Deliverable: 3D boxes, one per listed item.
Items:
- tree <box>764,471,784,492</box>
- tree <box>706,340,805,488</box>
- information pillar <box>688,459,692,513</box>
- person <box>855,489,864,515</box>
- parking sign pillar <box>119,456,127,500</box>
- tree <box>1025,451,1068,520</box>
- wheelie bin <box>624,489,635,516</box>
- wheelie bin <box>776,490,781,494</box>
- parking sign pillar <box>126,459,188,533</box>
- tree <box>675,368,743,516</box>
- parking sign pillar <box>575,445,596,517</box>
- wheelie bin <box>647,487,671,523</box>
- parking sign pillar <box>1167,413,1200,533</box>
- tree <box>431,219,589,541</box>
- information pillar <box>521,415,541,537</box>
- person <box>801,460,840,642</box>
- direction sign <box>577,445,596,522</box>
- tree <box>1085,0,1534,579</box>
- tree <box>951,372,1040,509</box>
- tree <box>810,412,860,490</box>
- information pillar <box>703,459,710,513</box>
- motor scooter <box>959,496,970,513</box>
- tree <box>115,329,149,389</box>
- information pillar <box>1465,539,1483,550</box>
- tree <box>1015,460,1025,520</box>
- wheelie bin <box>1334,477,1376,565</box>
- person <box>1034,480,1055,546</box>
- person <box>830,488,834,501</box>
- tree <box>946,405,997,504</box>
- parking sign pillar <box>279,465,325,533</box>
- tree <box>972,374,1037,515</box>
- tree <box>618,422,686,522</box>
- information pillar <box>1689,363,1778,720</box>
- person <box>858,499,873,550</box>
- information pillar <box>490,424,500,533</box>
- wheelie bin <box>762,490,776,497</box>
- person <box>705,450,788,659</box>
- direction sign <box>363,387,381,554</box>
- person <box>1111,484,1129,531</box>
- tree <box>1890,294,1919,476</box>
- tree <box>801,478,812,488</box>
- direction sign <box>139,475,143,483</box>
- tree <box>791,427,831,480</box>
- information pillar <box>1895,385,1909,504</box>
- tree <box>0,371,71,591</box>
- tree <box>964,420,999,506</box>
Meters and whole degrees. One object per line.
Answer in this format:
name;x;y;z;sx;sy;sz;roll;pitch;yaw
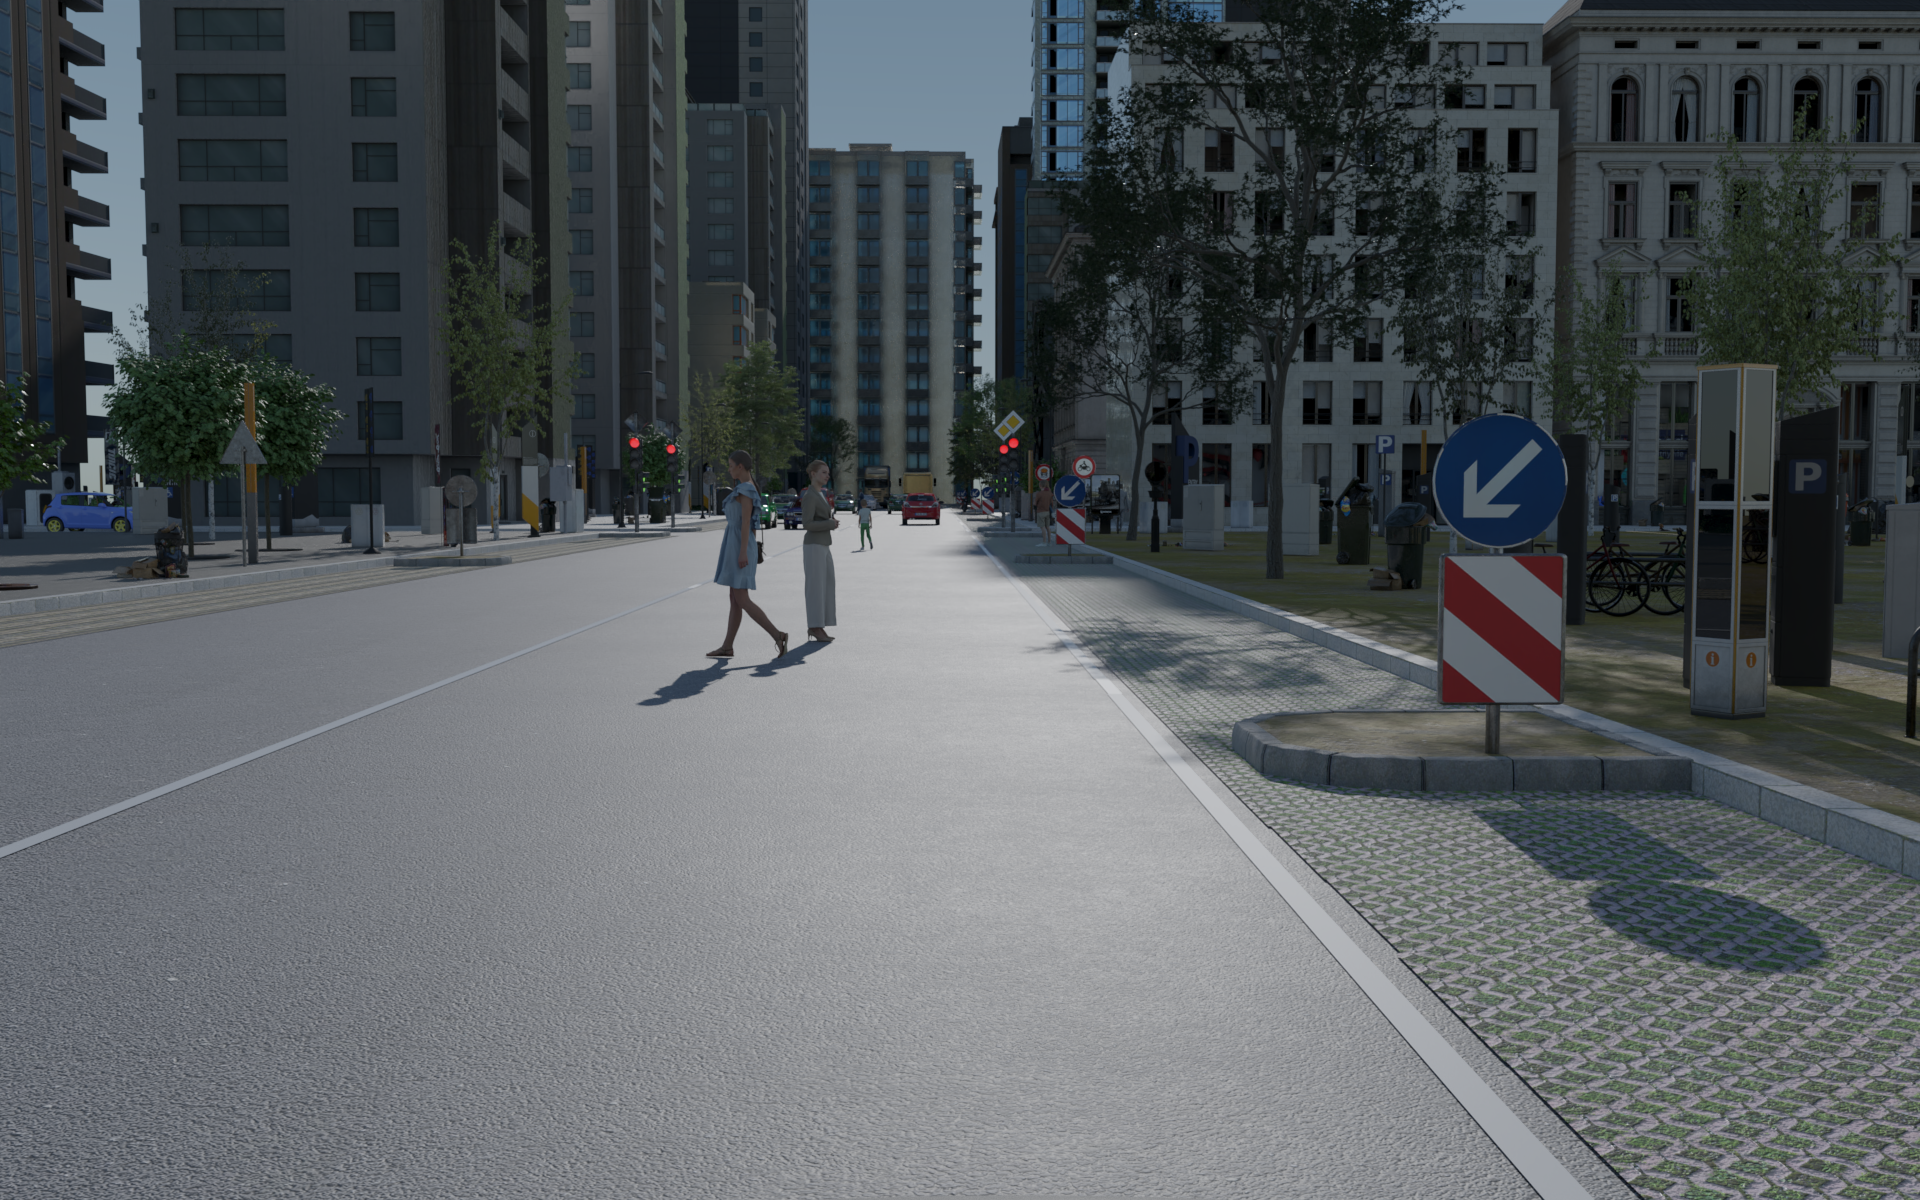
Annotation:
tree;-15.050;-8.892;139.979;1.663;3.219;1.824;0;3;0
tree;-14.997;-12.809;127.547;7.486;12.596;7.792;0;3;0
information pillar;-18.161;-7.649;116.408;0.183;3.616;0.504;0;4;2
person;-6.814;-6.709;118.376;0.419;1.800;0.721;-3;5;-40
parking sign pillar;-53.666;-7.515;111.345;1.447;3.967;1.447;1;4;10
tree;3.968;-5.055;77.256;1.663;3.219;1.824;0;3;0
wheelie bin;-19.521;-5.788;102.549;0.693;1.594;0.980;-1;4;-17
wheelie bin;-14.248;-7.752;134.650;0.980;1.594;0.693;0;4;-5
parking sign pillar;-26.398;-4.215;57.389;1.447;3.967;1.447;2;4;23
tree;-14.435;-9.190;100.613;4.360;8.622;3.978;0;3;0
parking sign pillar;-20.809;-6.544;95.471;1.447;3.967;1.447;1;4;9
wheelie bin;-13.275;-4.167;76.041;0.980;1.594;0.693;1;4;11
parking sign pillar;7.525;-4.242;57.822;1.447;3.967;1.447;2;4;34
tree;-12.595;-5.944;47.542;4.737;8.622;4.395;0;3;0
information pillar;-12.718;-3.664;51.267;0.504;3.616;0.183;-2;4;-33
person;-1.341;-0.474;16.794;0.362;1.759;0.519;1;4;9
direction sign;-17.241;-5.355;79.547;0.379;3.537;0.876;2;4;32
tree;4.513;-5.586;25.743;7.601;10.594;8.767;-3;5;-44
tree;3.127;-13.522;146.837;9.928;11.665;9.643;0;3;0
tree;-16.155;-17.905;218.497;9.928;11.665;9.643;0;3;0
information pillar;-17.100;-7.679;116.904;0.504;3.616;0.183;1;4;8
motor scooter;0.335;-7.312;132.335;0.815;1.314;1.986;0;4;-3
tree;-35.911;-7.817;78.166;4.737;8.622;4.395;0;3;0
information pillar;11.767;-2.146;39.572;0.304;2.012;0.304;-1;4;-16
tree;3.500;-5.491;84.383;1.663;3.219;1.824;0;3;0
wheelie bin;7.222;-1.450;31.624;0.693;1.594;0.980;1;4;19
person;2.304;-2.369;47.213;0.573;1.828;0.580;0;4;1
person;-8.791;-6.667;117.633;0.709;1.813;0.853;2;4;26
tree;1.920;-18.373;218.517;7.486;12.596;7.792;0;3;0
parking sign pillar;-21.948;-4.231;57.656;1.447;3.967;1.447;1;4;15
tree;3.050;-9.576;106.922;4.737;8.622;4.395;0;3;0
tree;-13.976;-5.828;79.004;4.285;4.588;4.351;0;3;0
information pillar;4.439;-0.334;9.953;0.304;2.012;0.304;-2;4;-29
person;-2.422;-1.941;44.484;0.306;1.304;0.590;-2;4;-29
information pillar;-15.330;-4.020;57.076;0.183;3.616;0.504;1;4;12
wheelie bin;-13.912;-7.111;124.174;0.693;1.594;0.980;1;4;21
person;-1.845;-0.397;15.084;0.778;1.811;0.616;1;4;15
direction sign;-12.646;-2.761;37.146;0.379;3.537;0.876;-2;4;-28
person;5.887;-3.386;63.983;0.709;1.813;0.853;0;4;-7
tree;25.410;-5.648;42.708;4.360;8.622;3.978;0;3;0
tree;-15.271;-11.016;174.712;1.663;3.219;1.824;0;3;0
direction sign;-55.989;-7.769;119.018;0.876;3.537;0.379;1;4;15
tree;-16.267;-14.556;188.348;4.360;8.622;3.978;0;3;0
information pillar;20.416;-2.826;37.561;0.183;3.616;0.504;1;4;14
tree;-12.911;-1.759;23.361;1.663;3.219;1.824;0;3;0
tree;2.247;-14.135;181.469;4.360;8.622;3.978;0;3;0
